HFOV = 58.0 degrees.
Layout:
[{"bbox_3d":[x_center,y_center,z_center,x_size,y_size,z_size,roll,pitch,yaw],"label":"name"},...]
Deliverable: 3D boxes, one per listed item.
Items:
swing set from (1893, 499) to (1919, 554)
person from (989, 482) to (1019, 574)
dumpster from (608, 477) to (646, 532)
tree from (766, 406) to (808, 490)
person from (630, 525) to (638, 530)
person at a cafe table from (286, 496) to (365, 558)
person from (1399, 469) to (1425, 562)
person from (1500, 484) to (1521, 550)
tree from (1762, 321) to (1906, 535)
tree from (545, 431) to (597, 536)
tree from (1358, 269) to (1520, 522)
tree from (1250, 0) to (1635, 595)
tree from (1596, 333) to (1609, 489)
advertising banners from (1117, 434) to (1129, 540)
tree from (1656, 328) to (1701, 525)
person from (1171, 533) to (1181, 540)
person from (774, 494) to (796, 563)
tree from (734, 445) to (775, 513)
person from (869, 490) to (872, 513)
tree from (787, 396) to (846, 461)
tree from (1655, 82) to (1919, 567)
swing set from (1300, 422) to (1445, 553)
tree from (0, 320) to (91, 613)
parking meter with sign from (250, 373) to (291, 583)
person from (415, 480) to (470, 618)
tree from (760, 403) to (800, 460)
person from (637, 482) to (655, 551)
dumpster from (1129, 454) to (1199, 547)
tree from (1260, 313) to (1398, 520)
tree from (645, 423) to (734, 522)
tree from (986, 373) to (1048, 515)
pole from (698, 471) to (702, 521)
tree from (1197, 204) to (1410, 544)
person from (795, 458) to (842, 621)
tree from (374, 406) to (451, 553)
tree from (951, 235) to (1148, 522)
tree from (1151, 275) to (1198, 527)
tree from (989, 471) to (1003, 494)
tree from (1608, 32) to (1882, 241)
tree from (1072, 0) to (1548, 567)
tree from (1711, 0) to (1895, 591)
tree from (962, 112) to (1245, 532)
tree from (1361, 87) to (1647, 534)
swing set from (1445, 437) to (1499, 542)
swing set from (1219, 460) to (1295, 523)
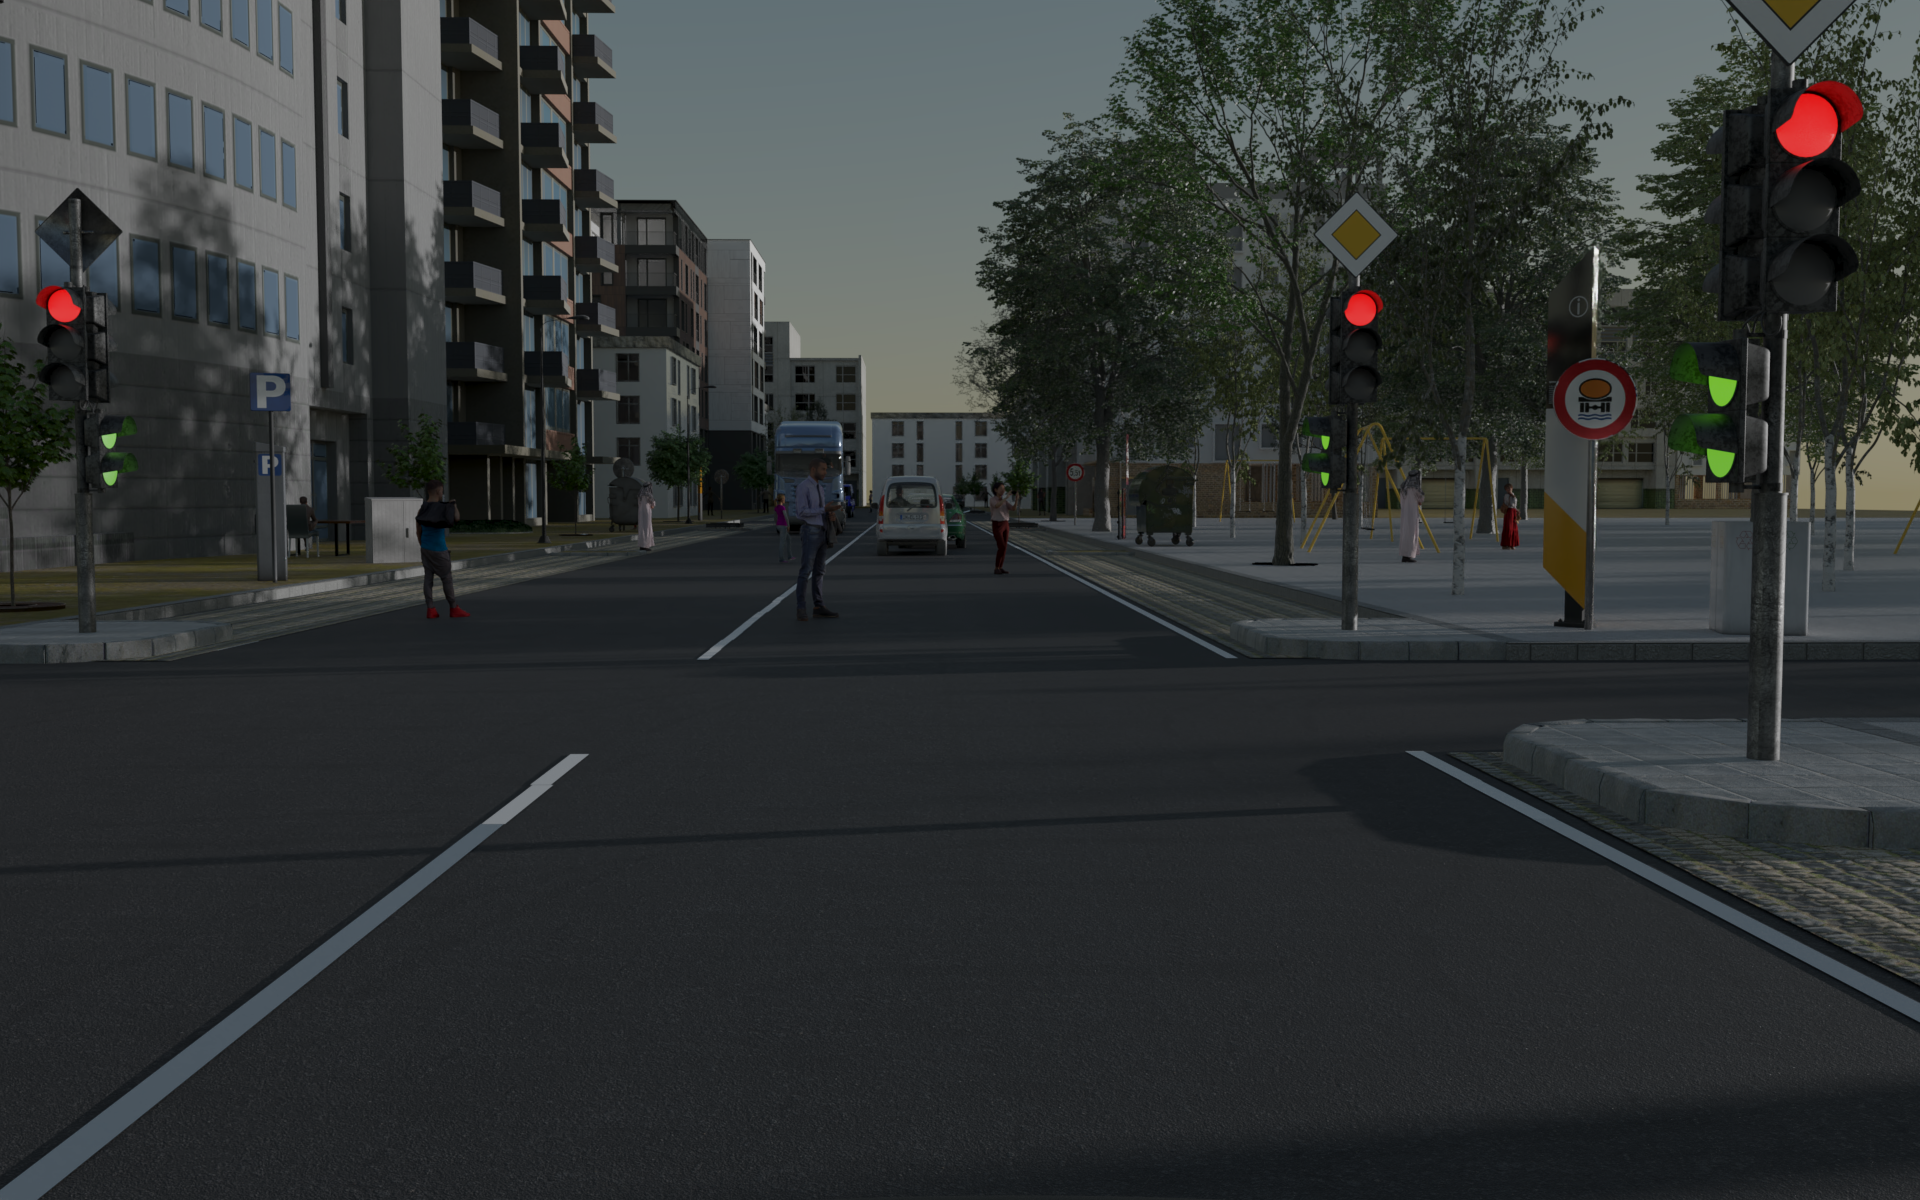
[{"bbox_3d":[21.810,-2.370,36.374,3.119,2.851,2.862,-2,4,-28],"label":"swing set"},{"bbox_3d":[0.791,-1.292,31.091,0.517,1.644,0.566,0,4,-3],"label":"person"},{"bbox_3d":[-11.216,-3.241,58.749,1.264,1.857,1.865,0,4,-1],"label":"dumpster"},{"bbox_3d":[-14.318,-11.861,144.289,4.737,8.622,4.395,0,3,0],"label":"tree"},{"bbox_3d":[-11.586,-3.330,62.198,0.444,1.614,0.593,-2,4,-28],"label":"person"},{"bbox_3d":[-13.367,-1.517,35.664,1.698,1.238,1.726,0,4,-1],"label":"person at a cafe table"},{"bbox_3d":[8.486,-1.579,32.530,0.621,1.740,0.551,-3,5,-39],"label":"person"},{"bbox_3d":[12.699,-1.925,39.982,0.387,1.526,0.523,3,5,40],"label":"person"},{"bbox_3d":[26.504,-6.300,53.369,4.360,8.622,3.978,0,3,0],"label":"tree"},{"bbox_3d":[-11.768,-3.592,53.326,1.663,3.219,1.824,0,3,0],"label":"tree"},{"bbox_3d":[20.542,-9.696,76.650,7.486,12.596,7.792,0,3,0],"label":"tree"},{"bbox_3d":[6.128,-4.376,21.904,4.360,8.622,3.978,0,3,0],"label":"tree"},{"bbox_3d":[29.625,-7.934,80.087,4.737,8.622,4.395,0,3,0],"label":"tree"},{"bbox_3d":[4.690,-3.268,49.622,0.090,3.025,2.074,1,4,14],"label":"advertising banners"},{"bbox_3d":[29.521,-7.409,71.493,4.360,8.622,3.978,0,3,0],"label":"tree"},{"bbox_3d":[5.979,-2.411,47.670,0.499,1.552,0.429,2,4,29],"label":"person"},{"bbox_3d":[-3.599,-1.495,36.183,0.776,1.435,0.726,-3,4,-38],"label":"person"},{"bbox_3d":[-13.550,-8.081,115.846,4.285,4.588,4.351,0,3,0],"label":"tree"},{"bbox_3d":[-6.979,-7.633,134.003,0.721,1.736,1.217,0,4,2],"label":"person"},{"bbox_3d":[-14.066,-14.038,163.929,7.601,10.594,8.767,0,4,3],"label":"tree"},{"bbox_3d":[16.451,-5.145,34.476,4.737,8.622,4.395,0,3,0],"label":"tree"},{"bbox_3d":[9.276,-2.555,39.402,2.862,2.851,3.119,0,4,8],"label":"swing set"},{"bbox_3d":[-10.648,-1.502,19.167,1.663,3.219,1.824,0,3,0],"label":"tree"},{"bbox_3d":[-10.244,-1.805,25.773,0.543,3.016,1.738,-1,4,-22],"label":"parking meter with sign"},{"bbox_3d":[-5.976,-0.588,19.982,0.647,1.594,0.662,1,4,18],"label":"person"},{"bbox_3d":[-13.888,-11.427,137.187,4.360,8.622,3.978,0,3,0],"label":"tree"},{"bbox_3d":[-7.809,-2.080,43.172,0.551,1.740,0.621,2,4,35],"label":"person"},{"bbox_3d":[5.056,-2.477,42.992,1.502,2.255,1.985,0,4,-2],"label":"dumpster"},{"bbox_3d":[18.563,-9.335,87.032,7.601,10.594,8.767,1,4,21],"label":"tree"},{"bbox_3d":[-13.066,-5.902,80.208,4.285,4.588,4.351,0,3,0],"label":"tree"},{"bbox_3d":[3.827,-9.535,106.262,4.360,8.622,3.978,0,3,0],"label":"tree"},{"bbox_3d":[-12.610,-5.509,83.910,0.158,3.312,0.155,0,3,0],"label":"pole"},{"bbox_3d":[8.860,-5.717,43.832,4.737,8.622,4.395,0,3,0],"label":"tree"},{"bbox_3d":[-1.560,-0.698,19.789,0.599,1.838,0.709,1,4,23],"label":"person"},{"bbox_3d":[-11.599,-2.639,37.741,1.663,3.219,1.824,0,3,0],"label":"tree"},{"bbox_3d":[4.508,-10.414,80.642,12.009,13.543,11.850,0,3,0],"label":"tree"},{"bbox_3d":[8.212,-6.119,50.407,4.737,8.622,4.395,0,3,0],"label":"tree"},{"bbox_3d":[2.984,-9.129,143.868,1.663,3.219,1.824,0,3,0],"label":"tree"},{"bbox_3d":[19.800,-7.671,43.543,7.486,12.596,7.792,0,3,0],"label":"tree"},{"bbox_3d":[6.001,-6.426,30.826,9.928,11.665,9.643,0,3,0],"label":"tree"},{"bbox_3d":[11.447,-4.405,22.377,4.737,8.622,4.395,0,3,0],"label":"tree"},{"bbox_3d":[4.978,-9.322,59.069,9.857,13.997,8.962,0,3,0],"label":"tree"},{"bbox_3d":[17.264,-9.146,56.187,9.857,13.997,8.962,0,3,0],"label":"tree"},{"bbox_3d":[12.991,-3.080,47.981,3.119,2.851,2.862,0,4,2],"label":"swing set"},{"bbox_3d":[13.490,-5.000,79.371,3.119,2.851,2.862,0,4,-3],"label":"swing set"}]
